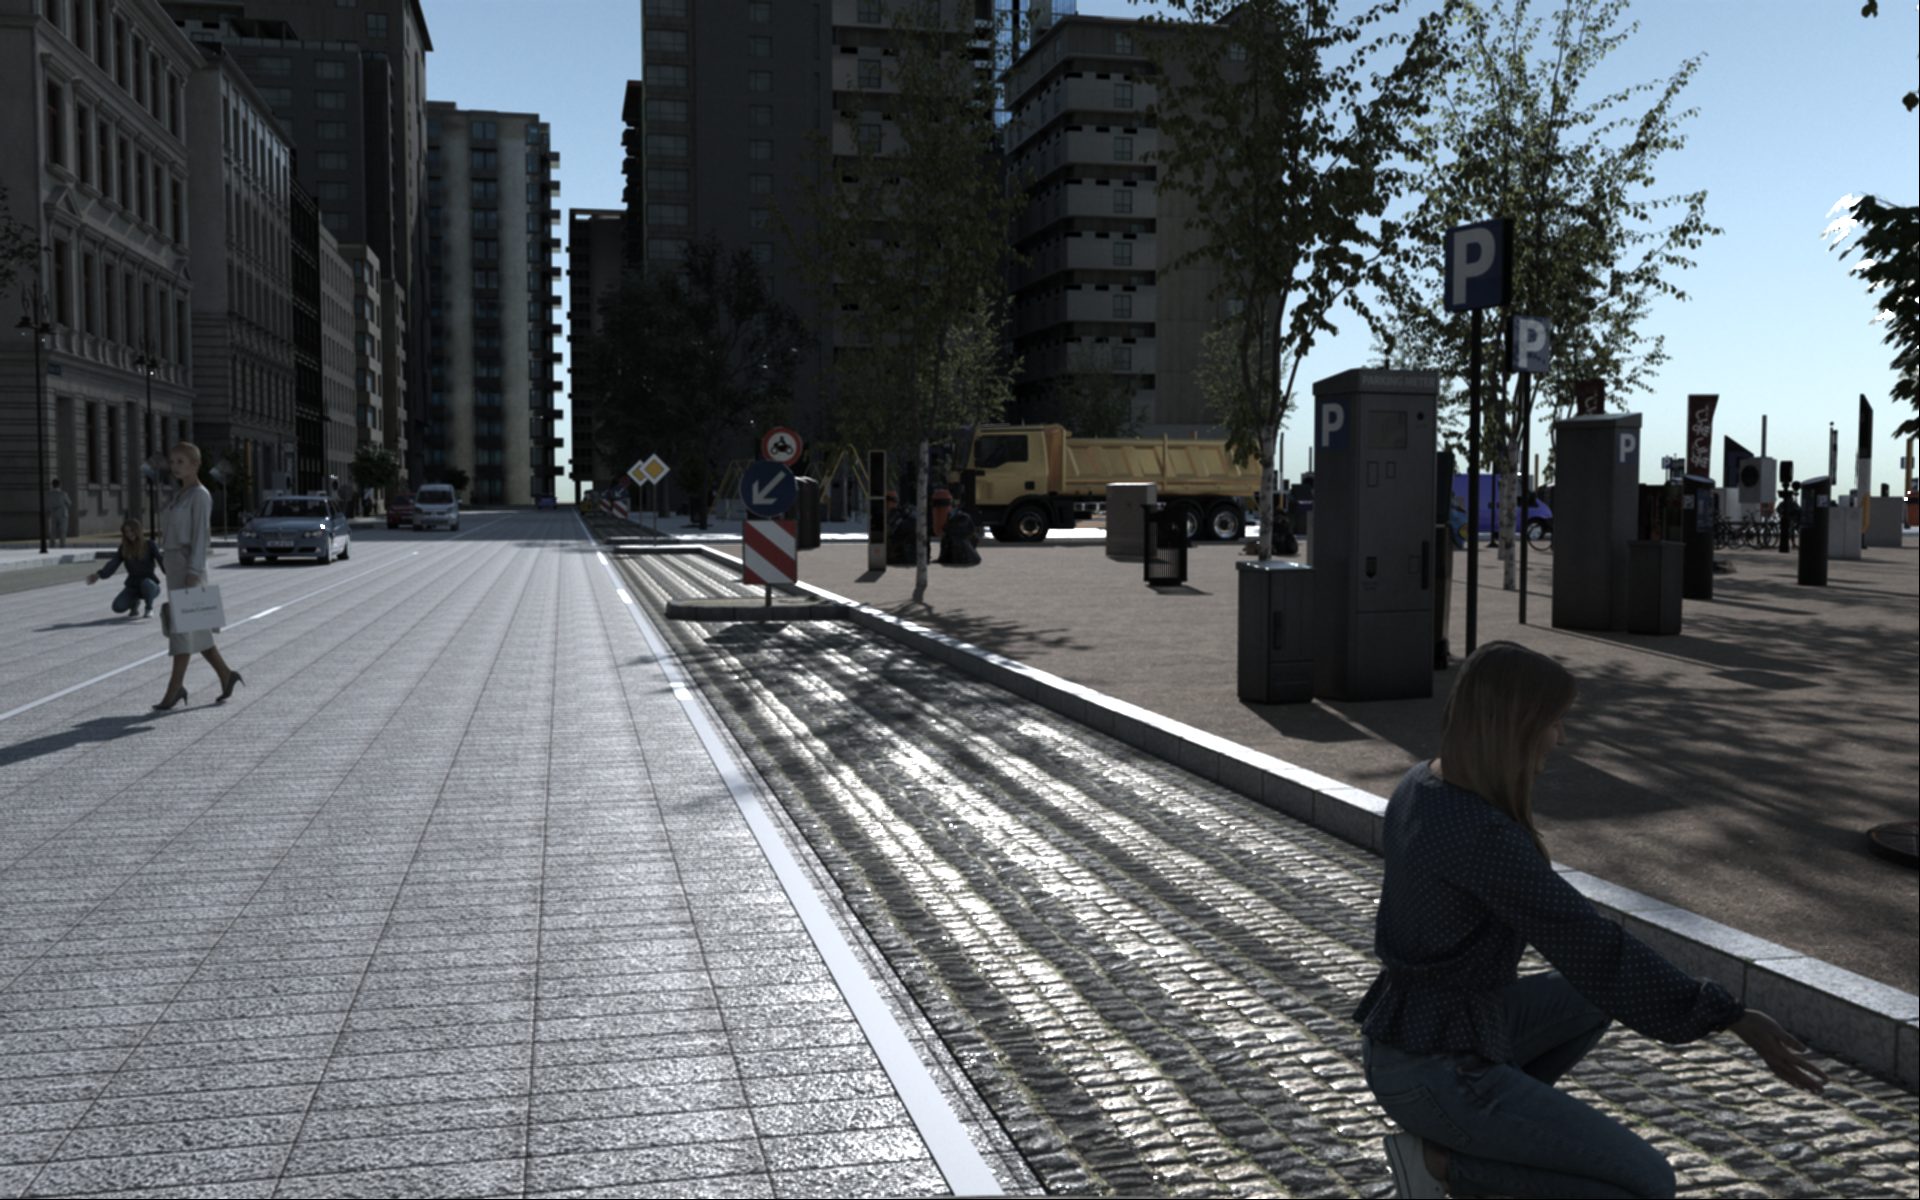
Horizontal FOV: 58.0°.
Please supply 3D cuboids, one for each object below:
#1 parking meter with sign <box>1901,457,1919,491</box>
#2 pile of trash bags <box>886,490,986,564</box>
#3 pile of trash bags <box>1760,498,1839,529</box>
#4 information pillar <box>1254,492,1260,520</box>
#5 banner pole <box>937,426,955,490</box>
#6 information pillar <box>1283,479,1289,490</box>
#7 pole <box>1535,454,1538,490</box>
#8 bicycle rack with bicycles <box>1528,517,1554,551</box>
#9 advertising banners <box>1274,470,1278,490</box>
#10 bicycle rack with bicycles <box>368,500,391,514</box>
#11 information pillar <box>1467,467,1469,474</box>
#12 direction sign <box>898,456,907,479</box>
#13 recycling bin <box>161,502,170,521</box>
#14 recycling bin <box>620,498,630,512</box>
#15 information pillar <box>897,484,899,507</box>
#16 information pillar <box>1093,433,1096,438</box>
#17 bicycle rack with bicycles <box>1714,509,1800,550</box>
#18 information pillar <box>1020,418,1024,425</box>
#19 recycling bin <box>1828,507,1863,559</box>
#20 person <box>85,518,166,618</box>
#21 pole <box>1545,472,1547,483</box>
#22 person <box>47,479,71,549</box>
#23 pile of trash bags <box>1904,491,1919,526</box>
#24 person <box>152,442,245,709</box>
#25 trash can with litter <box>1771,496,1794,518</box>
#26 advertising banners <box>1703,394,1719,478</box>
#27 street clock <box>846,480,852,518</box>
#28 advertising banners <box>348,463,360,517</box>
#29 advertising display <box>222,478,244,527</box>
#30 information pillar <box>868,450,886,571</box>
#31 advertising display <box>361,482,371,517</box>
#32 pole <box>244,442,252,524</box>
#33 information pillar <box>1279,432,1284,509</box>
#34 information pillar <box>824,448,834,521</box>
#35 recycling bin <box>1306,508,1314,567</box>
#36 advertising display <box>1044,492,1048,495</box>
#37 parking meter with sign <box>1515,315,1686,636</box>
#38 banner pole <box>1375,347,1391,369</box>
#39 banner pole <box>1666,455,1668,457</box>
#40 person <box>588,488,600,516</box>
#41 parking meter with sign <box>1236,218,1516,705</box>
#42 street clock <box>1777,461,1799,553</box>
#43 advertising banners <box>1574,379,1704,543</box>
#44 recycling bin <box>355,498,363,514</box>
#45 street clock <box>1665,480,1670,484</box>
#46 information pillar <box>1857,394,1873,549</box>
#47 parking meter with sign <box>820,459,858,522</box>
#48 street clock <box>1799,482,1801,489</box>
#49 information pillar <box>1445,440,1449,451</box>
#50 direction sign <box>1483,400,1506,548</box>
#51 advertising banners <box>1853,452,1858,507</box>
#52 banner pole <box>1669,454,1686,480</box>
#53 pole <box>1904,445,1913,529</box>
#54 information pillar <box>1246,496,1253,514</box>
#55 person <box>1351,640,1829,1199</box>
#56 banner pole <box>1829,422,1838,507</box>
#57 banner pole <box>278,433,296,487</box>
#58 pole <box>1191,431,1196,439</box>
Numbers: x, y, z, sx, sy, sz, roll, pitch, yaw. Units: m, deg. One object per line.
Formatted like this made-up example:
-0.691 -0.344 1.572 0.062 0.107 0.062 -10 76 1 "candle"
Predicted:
44.316 -5.163 80.676 0.543 3.016 1.738 1 4 15 "parking meter with sign"
-0.480 -1.436 33.233 1.912 1.369 3.447 0 4 4 "pile of trash bags"
30.726 -3.294 63.617 1.912 1.369 3.447 -1 4 -20 "pile of trash bags"
14.860 -5.015 86.484 0.304 2.012 0.304 1 4 22 "information pillar"
-0.565 -4.513 63.799 0.863 3.779 0.401 0 4 7 "banner pole"
16.346 -5.036 86.838 0.304 2.012 0.304 1 4 9 "information pillar"
29.392 -5.780 88.350 0.158 3.312 0.155 0 3 0 "pole"
14.678 -1.573 39.095 2.925 0.926 2.852 3 5 41 "bicycle rack with bicycles"
23.354 -7.933 125.884 0.090 3.025 2.074 -1 4 -21 "advertising banners"
-38.059 -6.141 113.780 2.852 0.926 2.925 -1 4 -17 "bicycle rack with bicycles"
38.039 -8.425 129.103 0.504 3.616 0.183 0 4 -5 "information pillar"
-3.425 -6.804 103.238 0.379 3.537 0.876 3 4 37 "direction sign"
-24.994 -2.620 55.390 0.722 1.027 0.722 1 4 16 "recycling bin"
-23.664 -6.712 122.297 0.722 1.027 0.722 -1 4 -11 "recycling bin"
-3.690 -6.322 107.863 0.304 2.012 0.304 3 5 43 "information pillar"
5.253 -4.636 67.156 0.183 3.616 0.504 1 4 16 "information pillar"
18.602 -1.682 40.880 2.925 0.926 2.852 0 4 1 "bicycle rack with bicycles"
1.925 -3.806 53.576 0.183 3.616 0.504 1 4 10 "information pillar"
17.334 -1.330 34.295 0.722 1.027 0.722 0 4 1 "recycling bin"
-9.489 -0.374 20.111 1.012 1.151 0.738 0 4 -5 "person"
46.169 -8.724 136.483 0.158 3.312 0.155 0 3 0 "pole"
-21.903 -2.047 42.157 0.511 1.800 0.466 -1 4 -8 "person"
26.052 -2.175 45.319 3.447 1.369 1.912 -1 4 -23 "pile of trash bags"
-5.174 -0.176 11.735 0.624 1.780 0.694 -2 4 -31 "person"
45.015 -5.126 94.864 1.678 1.210 2.233 -3 5 -43 "trash can with litter"
12.262 -2.099 30.500 2.074 3.025 0.090 0 4 4 "advertising banners"
-5.893 -5.328 91.690 0.358 2.002 0.471 -2 4 -29 "street clock"
-34.360 -6.236 98.151 0.090 3.025 2.074 0 4 -5 "advertising banners"
-28.369 -3.816 67.603 0.974 1.923 0.123 1 4 22 "advertising display"
-1.387 -1.496 28.958 0.304 2.012 0.304 0 4 -4 "information pillar"
-33.118 -5.588 96.570 0.123 1.923 0.974 0 4 3 "advertising display"
-27.718 -4.503 67.459 0.158 3.312 0.155 0 3 0 "pole"
12.162 -4.536 65.523 0.183 3.616 0.504 1 4 15 "information pillar"
-6.194 -5.557 82.208 0.504 3.616 0.183 0 4 2 "information pillar"
5.636 -0.809 25.787 0.722 1.027 0.722 3 5 39 "recycling bin"
3.670 -3.750 66.518 0.974 1.923 0.123 -1 4 -22 "advertising display"
6.013 -1.230 16.373 0.543 3.016 1.738 -2 4 -32 "parking meter with sign"
7.279 -2.439 29.894 0.401 3.779 0.863 0 4 -4 "banner pole"
45.731 -7.430 111.494 0.863 3.779 0.401 2 4 29 "banner pole"
-22.889 -6.104 108.422 0.709 1.813 0.853 -3 5 -40 "person"
2.586 -0.895 10.888 1.738 3.016 0.543 -2 4 -25 "parking meter with sign"
18.052 -2.037 37.881 0.358 2.002 0.471 2 4 30 "street clock"
10.055 -1.816 25.882 0.090 3.025 2.074 -2 4 -35 "advertising banners"
-37.805 -5.905 109.105 0.722 1.027 0.722 -3 4 -36 "recycling bin"
37.059 -5.254 90.467 0.471 2.002 0.358 -1 4 -19 "street clock"
21.079 -2.999 40.383 0.183 3.616 0.504 0 4 2 "information pillar"
-5.558 -5.069 79.145 1.738 3.016 0.543 0 4 8 "parking meter with sign"
46.864 -5.659 97.097 0.471 2.002 0.358 3 4 37 "street clock"
21.144 -5.120 75.068 0.183 3.616 0.504 3 5 45 "information pillar"
12.803 -3.029 41.529 0.876 3.537 0.379 -3 5 -39 "direction sign"
34.092 -4.267 65.950 0.090 3.025 2.074 2 4 26 "advertising banners"
44.491 -7.174 107.304 0.401 3.779 0.863 -3 5 -42 "banner pole"
34.904 -4.274 63.727 0.158 3.312 0.155 0 3 0 "pole"
18.371 -7.241 109.741 0.504 3.616 0.183 2 4 27 "information pillar"
1.150 0.643 3.485 0.738 1.151 1.012 0 4 3 "person"
30.141 -4.271 59.841 0.401 3.779 0.863 1 4 10 "banner pole"
-27.528 -4.938 70.752 0.401 3.779 0.863 3 5 41 "banner pole"
7.510 -3.787 55.768 0.158 3.312 0.155 0 3 0 "pole"
